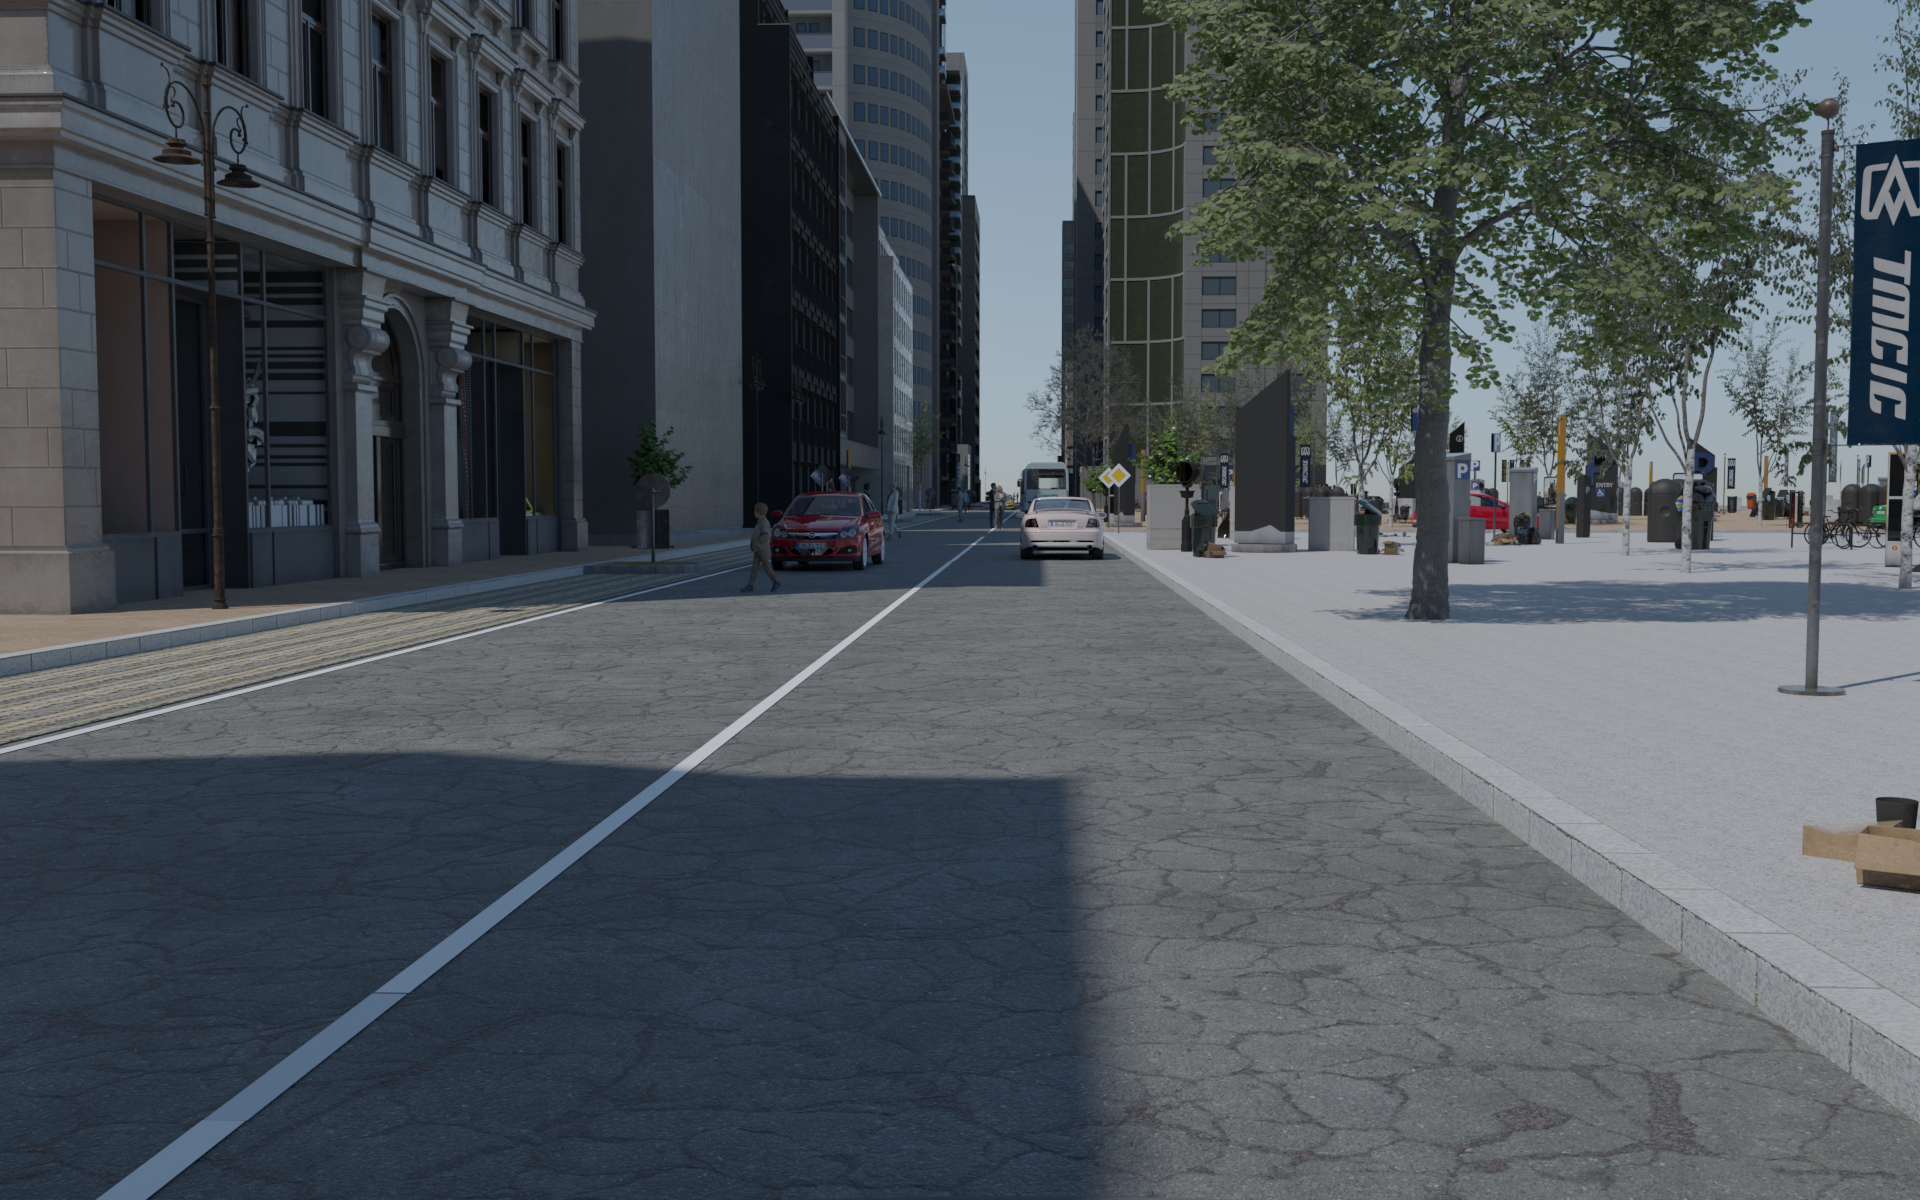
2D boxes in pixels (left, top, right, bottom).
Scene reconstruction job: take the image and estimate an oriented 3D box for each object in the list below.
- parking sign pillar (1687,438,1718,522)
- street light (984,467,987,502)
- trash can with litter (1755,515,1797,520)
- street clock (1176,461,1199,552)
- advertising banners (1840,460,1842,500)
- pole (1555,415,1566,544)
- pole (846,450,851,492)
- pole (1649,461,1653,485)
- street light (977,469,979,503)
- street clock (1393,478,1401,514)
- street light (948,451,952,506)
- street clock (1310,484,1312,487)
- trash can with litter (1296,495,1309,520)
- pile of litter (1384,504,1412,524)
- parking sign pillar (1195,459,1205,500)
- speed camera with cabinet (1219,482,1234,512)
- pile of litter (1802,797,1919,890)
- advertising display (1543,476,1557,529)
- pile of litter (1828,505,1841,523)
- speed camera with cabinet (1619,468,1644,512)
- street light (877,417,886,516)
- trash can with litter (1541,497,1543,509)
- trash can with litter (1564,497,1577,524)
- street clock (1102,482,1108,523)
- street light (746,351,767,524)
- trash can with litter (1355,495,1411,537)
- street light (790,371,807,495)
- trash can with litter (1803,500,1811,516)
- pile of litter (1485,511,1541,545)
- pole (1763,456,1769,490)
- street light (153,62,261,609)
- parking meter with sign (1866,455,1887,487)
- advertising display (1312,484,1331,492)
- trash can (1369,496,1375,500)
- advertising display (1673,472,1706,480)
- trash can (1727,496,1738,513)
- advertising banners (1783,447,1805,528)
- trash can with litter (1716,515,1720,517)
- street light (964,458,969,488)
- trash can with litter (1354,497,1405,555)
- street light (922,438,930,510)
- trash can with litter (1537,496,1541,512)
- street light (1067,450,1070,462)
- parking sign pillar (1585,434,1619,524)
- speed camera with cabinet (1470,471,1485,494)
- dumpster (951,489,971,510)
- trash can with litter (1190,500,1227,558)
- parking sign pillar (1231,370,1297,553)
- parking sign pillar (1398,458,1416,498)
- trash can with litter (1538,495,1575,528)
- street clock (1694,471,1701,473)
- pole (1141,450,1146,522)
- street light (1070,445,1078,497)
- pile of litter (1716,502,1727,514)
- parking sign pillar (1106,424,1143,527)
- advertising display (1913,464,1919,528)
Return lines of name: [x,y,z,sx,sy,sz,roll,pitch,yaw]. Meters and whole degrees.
parking sign pillar: [34.643,-5.653,80.904,1.447,3.967,1.447,0,4,-1]
street light: [4.388,-19.917,298.434,0.468,5.910,1.993,0,4,3]
trash can with litter: [40.885,-4.642,86.951,1.678,1.210,2.233,-3,4,-38]
street clock: [5.029,-2.067,38.370,0.471,2.002,0.358,3,5,44]
advertising banners: [45.088,-5.653,88.618,0.090,3.025,2.074,2,4,24]
pole: [15.480,-3.105,44.608,0.158,3.312,0.155,0,3,0]
pole: [-5.150,-5.282,80.200,0.158,3.312,0.155,0,3,0]
pole: [43.009,-6.973,107.853,0.158,3.312,0.155,0,3,0]
street light: [2.746,-17.675,261.765,0.468,5.910,1.993,0,4,3]
street clock: [19.696,-4.498,78.104,0.358,2.002,0.471,1,4,23]
street light: [-1.036,-12.598,178.764,0.468,5.910,1.993,0,4,3]
street clock: [25.771,-7.446,126.304,0.471,2.002,0.358,-3,4,-37]
trash can with litter: [17.787,-4.671,87.432,2.233,1.210,1.678,-2,4,-35]
pile of litter: [19.392,-3.760,75.440,1.719,0.858,1.176,2,4,33]
parking sign pillar: [15.784,-7.682,114.070,1.447,3.967,1.447,0,4,0]
speed camera with cabinet: [19.562,-7.982,124.845,0.660,3.252,2.038,-2,4,-32]
pile of litter: [3.482,0.513,5.582,1.176,0.858,1.719,0,4,3]
advertising display: [21.669,-3.552,63.292,0.123,1.923,0.974,-1,4,-18]
pile of litter: [38.671,-3.789,75.908,1.176,0.858,1.719,1,4,23]
speed camera with cabinet: [48.594,-8.032,125.652,2.038,3.252,0.660,1,4,20]
street light: [-4.591,-7.893,101.836,0.468,5.910,1.993,0,4,3]
trash can with litter: [27.636,-4.226,80.476,0.624,1.170,1.055,3,5,41]
trash can with litter: [25.903,-3.812,73.716,1.055,1.170,0.624,-3,5,-40]
street clock: [6.595,-4.497,78.098,0.358,2.002,0.471,-1,4,-17]
street light: [-6.583,-5.101,56.184,0.468,5.910,1.993,0,4,3]
trash can with litter: [12.674,-2.505,52.007,2.233,1.210,1.678,1,4,22]
street light: [-6.067,-5.650,65.159,0.468,5.910,1.993,0,4,3]
trash can with litter: [50.091,-5.544,102.027,0.624,1.170,1.055,-3,5,-39]
pile of litter: [13.999,-1.828,43.857,1.719,0.858,1.176,-1,4,-20]
pole: [42.787,-6.002,91.975,0.158,3.312,0.155,0,3,0]
street light: [-8.263,-2.837,19.167,0.468,5.910,1.993,0,4,3]
parking meter with sign: [41.467,-4.963,77.406,1.738,3.016,0.543,1,4,12]
advertising display: [22.163,-6.198,106.552,0.974,1.923,0.123,1,4,14]
trash can: [31.913,-7.467,133.732,0.748,1.137,0.748,0,3,0]
advertising display: [21.772,-2.848,51.773,0.123,1.923,0.974,-3,4,-39]
trash can: [52.149,-6.442,116.976,0.748,1.137,0.748,0,3,0]
advertising banners: [31.367,-4.221,65.205,2.074,3.025,0.090,-3,5,-43]
trash can with litter: [41.754,-5.261,97.073,2.233,1.210,1.678,-2,4,-25]
street light: [1.033,-15.407,224.699,0.468,5.910,1.993,0,4,3]
trash can with litter: [8.902,-1.551,36.744,1.055,1.170,0.624,2,4,28]
street light: [-2.627,-10.331,141.697,0.468,5.910,1.993,0,4,3]
trash can with litter: [36.409,-5.964,108.904,0.624,1.170,1.055,2,4,32]
street light: [11.262,-12.599,178.780,0.468,5.910,1.993,0,4,3]
parking sign pillar: [28.651,-5.459,77.724,1.447,3.967,1.447,0,4,1]
speed camera with cabinet: [30.435,-6.686,103.647,2.038,3.252,0.660,-2,4,-26]
dumpster: [0.090,-9.033,155.901,1.865,1.857,1.264,0,4,5]
trash can with litter: [5.082,-1.445,35.015,0.624,1.170,1.055,-1,4,-19]
parking sign pillar: [6.738,-3.045,38.251,1.447,3.967,1.447,3,5,41]
parking sign pillar: [31.337,-8.124,121.299,1.447,3.967,1.447,0,4,-3]
trash can with litter: [22.407,-3.390,66.482,2.233,1.210,1.678,2,4,27]
street clock: [22.981,-3.027,54.055,0.471,2.002,0.358,1,4,16]
pole: [8.451,-5.263,79.894,0.158,3.312,0.155,0,3,0]
street light: [9.492,-10.350,142.007,0.468,5.910,1.993,0,4,3]
pile of litter: [50.174,-6.151,114.533,1.719,0.858,1.176,-1,4,-16]
parking sign pillar: [6.390,-4.821,67.301,1.447,3.967,1.447,-1,4,-15]
advertising display: [20.410,-1.906,36.373,0.974,1.923,0.123,1,4,20]
